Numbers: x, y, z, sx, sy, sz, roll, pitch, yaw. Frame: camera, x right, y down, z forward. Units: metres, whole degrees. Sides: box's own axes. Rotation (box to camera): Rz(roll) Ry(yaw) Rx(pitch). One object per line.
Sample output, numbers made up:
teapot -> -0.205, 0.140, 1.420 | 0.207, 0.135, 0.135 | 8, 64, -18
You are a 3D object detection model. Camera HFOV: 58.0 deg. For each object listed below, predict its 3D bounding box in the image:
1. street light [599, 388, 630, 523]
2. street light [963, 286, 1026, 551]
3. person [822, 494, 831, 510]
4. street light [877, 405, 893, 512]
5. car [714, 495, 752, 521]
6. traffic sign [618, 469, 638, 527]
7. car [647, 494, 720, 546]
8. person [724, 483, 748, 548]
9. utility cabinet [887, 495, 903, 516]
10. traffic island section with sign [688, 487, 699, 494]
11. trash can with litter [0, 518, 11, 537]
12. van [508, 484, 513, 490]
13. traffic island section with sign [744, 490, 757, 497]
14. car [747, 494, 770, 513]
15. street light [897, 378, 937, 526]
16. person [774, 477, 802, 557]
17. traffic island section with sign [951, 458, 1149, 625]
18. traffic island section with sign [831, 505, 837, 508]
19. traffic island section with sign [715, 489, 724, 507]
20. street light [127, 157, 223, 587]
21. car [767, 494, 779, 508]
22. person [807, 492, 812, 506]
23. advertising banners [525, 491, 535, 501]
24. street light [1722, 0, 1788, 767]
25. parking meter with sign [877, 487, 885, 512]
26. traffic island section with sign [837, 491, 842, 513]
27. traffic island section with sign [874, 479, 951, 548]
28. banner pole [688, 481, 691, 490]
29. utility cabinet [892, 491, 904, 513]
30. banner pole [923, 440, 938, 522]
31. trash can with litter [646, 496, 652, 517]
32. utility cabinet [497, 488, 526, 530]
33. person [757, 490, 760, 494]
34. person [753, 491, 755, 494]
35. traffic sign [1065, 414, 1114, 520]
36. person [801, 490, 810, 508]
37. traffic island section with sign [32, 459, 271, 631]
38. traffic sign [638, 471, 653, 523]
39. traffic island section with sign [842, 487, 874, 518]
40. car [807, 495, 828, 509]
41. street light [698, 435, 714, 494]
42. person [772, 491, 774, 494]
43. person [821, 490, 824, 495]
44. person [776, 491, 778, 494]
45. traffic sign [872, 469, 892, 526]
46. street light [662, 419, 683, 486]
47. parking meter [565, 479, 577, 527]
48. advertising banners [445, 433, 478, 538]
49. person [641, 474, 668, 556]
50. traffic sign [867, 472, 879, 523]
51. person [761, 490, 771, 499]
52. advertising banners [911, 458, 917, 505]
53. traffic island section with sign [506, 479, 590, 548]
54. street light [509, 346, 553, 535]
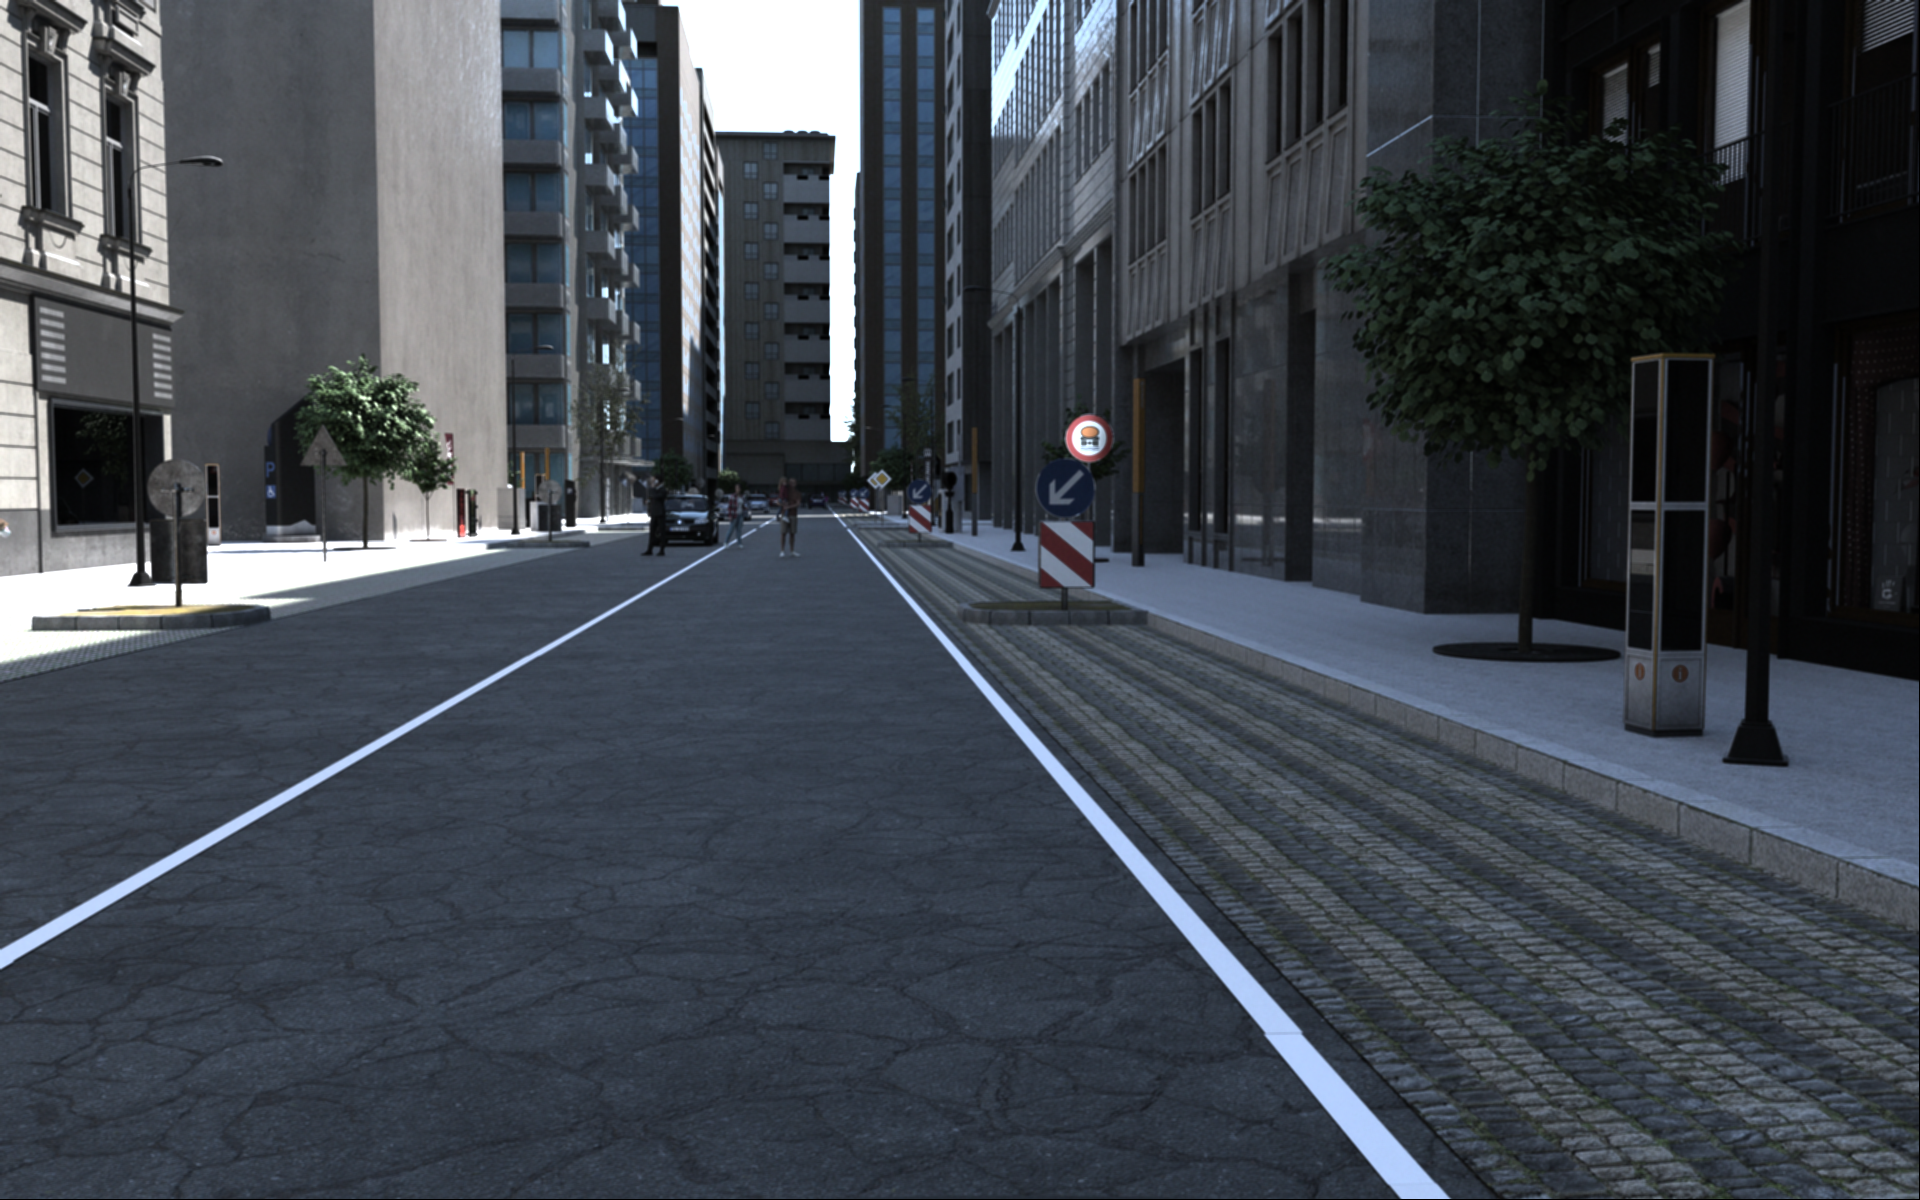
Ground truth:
street light -> -15.187, -6.334, 76.097 | 1.470, 5.913, 1.316 | 0, 4, -5
street light -> 0.773, -4.059, 38.901 | 1.470, 5.913, 1.316 | 0, 4, -5
person -> -11.924, -8.705, 154.050 | 0.991, 1.433, 0.599 | -3, 4, -36
street light -> -3.427, -7.209, 90.404 | 1.470, 5.913, 1.316 | 0, 4, -5
car -> -12.291, -5.020, 94.078 | 2.014, 1.417, 4.499 | 0, 4, -3
traffic sign -> -13.126, -3.963, 68.436 | 0.795, 2.450, 0.064 | 0, 4, -5
car -> -7.800, -2.407, 49.144 | 2.009, 1.686, 4.222 | 0, 4, -5
person -> -5.926, -2.234, 45.872 | 0.563, 1.720, 0.643 | -3, 5, -44
utility cabinet -> -3.876, -5.620, 103.049 | 1.020, 1.237, 0.306 | 3, 5, 40
traffic island section with sign -> -15.501, -5.650, 101.001 | 1.989, 1.847, 2.006 | 0, 4, -5
trash can with litter -> -11.055, -0.495, 19.484 | 0.624, 1.170, 1.055 | -2, 4, -26
van -> -20.371, -3.935, 71.344 | 4.112, 2.044, 2.013 | 0, 4, -6
traffic island section with sign -> -21.833, -10.359, 178.004 | 1.989, 1.847, 2.006 | 0, 4, -5
car -> -15.177, -7.177, 129.349 | 2.014, 1.417, 4.499 | 0, 4, -3
street light -> -1.655, -5.918, 69.305 | 1.470, 5.913, 1.316 | 0, 4, -5
person -> -3.958, -1.909, 39.685 | 0.573, 1.828, 0.580 | 2, 4, 31
traffic island section with sign -> 0.991, -0.679, 19.733 | 1.989, 1.847, 2.006 | 0, 4, -5
traffic island section with sign -> -12.110, -10.421, 179.017 | 1.989, 1.847, 2.006 | 0, 4, -5
traffic island section with sign -> -17.705, -7.293, 127.866 | 1.989, 1.847, 2.006 | 0, 4, -5
street light -> -10.850, -3.145, 23.956 | 1.470, 5.913, 1.316 | 0, 4, -5
car -> -19.276, -10.524, 181.110 | 2.155, 1.783, 4.494 | 0, 4, -4
person -> -18.109, -12.217, 209.043 | 0.742, 1.727, 0.445 | 2, 4, 24
advertising banners -> -17.302, -4.389, 67.954 | 2.074, 3.025, 0.090 | -1, 4, -13
street light -> 3.280, -2.175, 8.100 | 1.470, 5.913, 1.316 | 0, 4, -5
parking meter with sign -> -5.711, -7.784, 123.529 | 0.543, 3.016, 1.738 | -1, 4, -15
traffic island section with sign -> -8.022, -7.382, 129.323 | 1.989, 1.847, 2.006 | 0, 4, -5
traffic island section with sign -> -1.237, -2.333, 46.770 | 1.989, 1.847, 2.006 | 0, 4, -5
banner pole -> -23.285, -9.721, 148.952 | 0.401, 3.779, 0.863 | -2, 4, -32
utility cabinet -> -4.185, -6.749, 119.020 | 0.318, 1.500, 1.173 | -3, 5, -42
banner pole -> -1.352, -5.503, 79.999 | 0.863, 3.779, 0.401 | 2, 4, 31
trash can with litter -> -17.174, -5.197, 96.350 | 0.624, 1.170, 1.055 | -1, 4, -9
utility cabinet -> -15.871, -3.219, 61.316 | 1.173, 1.500, 0.318 | 3, 4, 36
person -> -20.358, -10.144, 174.294 | 0.705, 1.831, 1.348 | 2, 4, 24
person -> -19.082, -9.309, 161.410 | 0.721, 1.735, 1.217 | 2, 4, 27
traffic sign -> 2.063, -1.686, 27.669 | 0.768, 2.556, 0.104 | 0, 4, 1
person -> -16.255, -10.466, 179.704 | 1.350, 1.814, 0.705 | 0, 4, -4
traffic island section with sign -> -8.763, -0.637, 19.038 | 1.989, 1.847, 2.006 | 0, 4, -5
traffic sign -> -13.780, -4.450, 76.394 | 0.795, 2.450, 0.064 | 0, 4, -5
traffic island section with sign -> -5.797, -5.726, 102.245 | 1.989, 1.847, 2.006 | 0, 4, -5
car -> -13.781, -9.484, 167.651 | 1.945, 1.354, 3.894 | 0, 4, -6
street light -> -20.133, -10.066, 137.123 | 1.470, 5.913, 1.316 | 0, 4, -5
person -> -24.632, -13.399, 227.563 | 0.705, 1.826, 1.348 | 0, 4, -4
person -> -15.005, -10.917, 186.869 | 0.599, 1.838, 0.709 | 0, 4, -2
person -> -21.422, -11.858, 202.388 | 0.705, 1.822, 1.348 | 1, 4, 15
traffic sign -> -3.113, -4.012, 69.236 | 0.795, 2.450, 0.064 | 0, 4, -5
street light -> -17.746, -8.206, 106.714 | 1.470, 5.913, 1.316 | 0, 4, -5
parking meter -> -14.951, -3.722, 66.572 | 0.399, 1.863, 0.255 | 0, 4, 1
advertising banners -> -14.581, -3.329, 50.622 | 0.090, 3.025, 2.074 | 1, 4, 9
person -> -7.105, -1.991, 40.423 | 0.648, 1.900, 0.474 | 3, 5, 44
traffic sign -> -3.768, -4.499, 77.194 | 0.795, 2.450, 0.064 | 0, 4, -5
person -> -18.828, -9.672, 166.768 | 1.348, 1.807, 0.705 | -2, 4, -30
advertising banners -> -2.245, -5.390, 84.309 | 0.090, 3.025, 2.074 | -1, 4, -8
traffic island section with sign -> -11.012, -2.315, 46.485 | 1.989, 1.847, 2.006 | 0, 4, -5
street light -> -13.442, -5.003, 54.348 | 1.470, 5.913, 1.316 | 0, 4, -5
